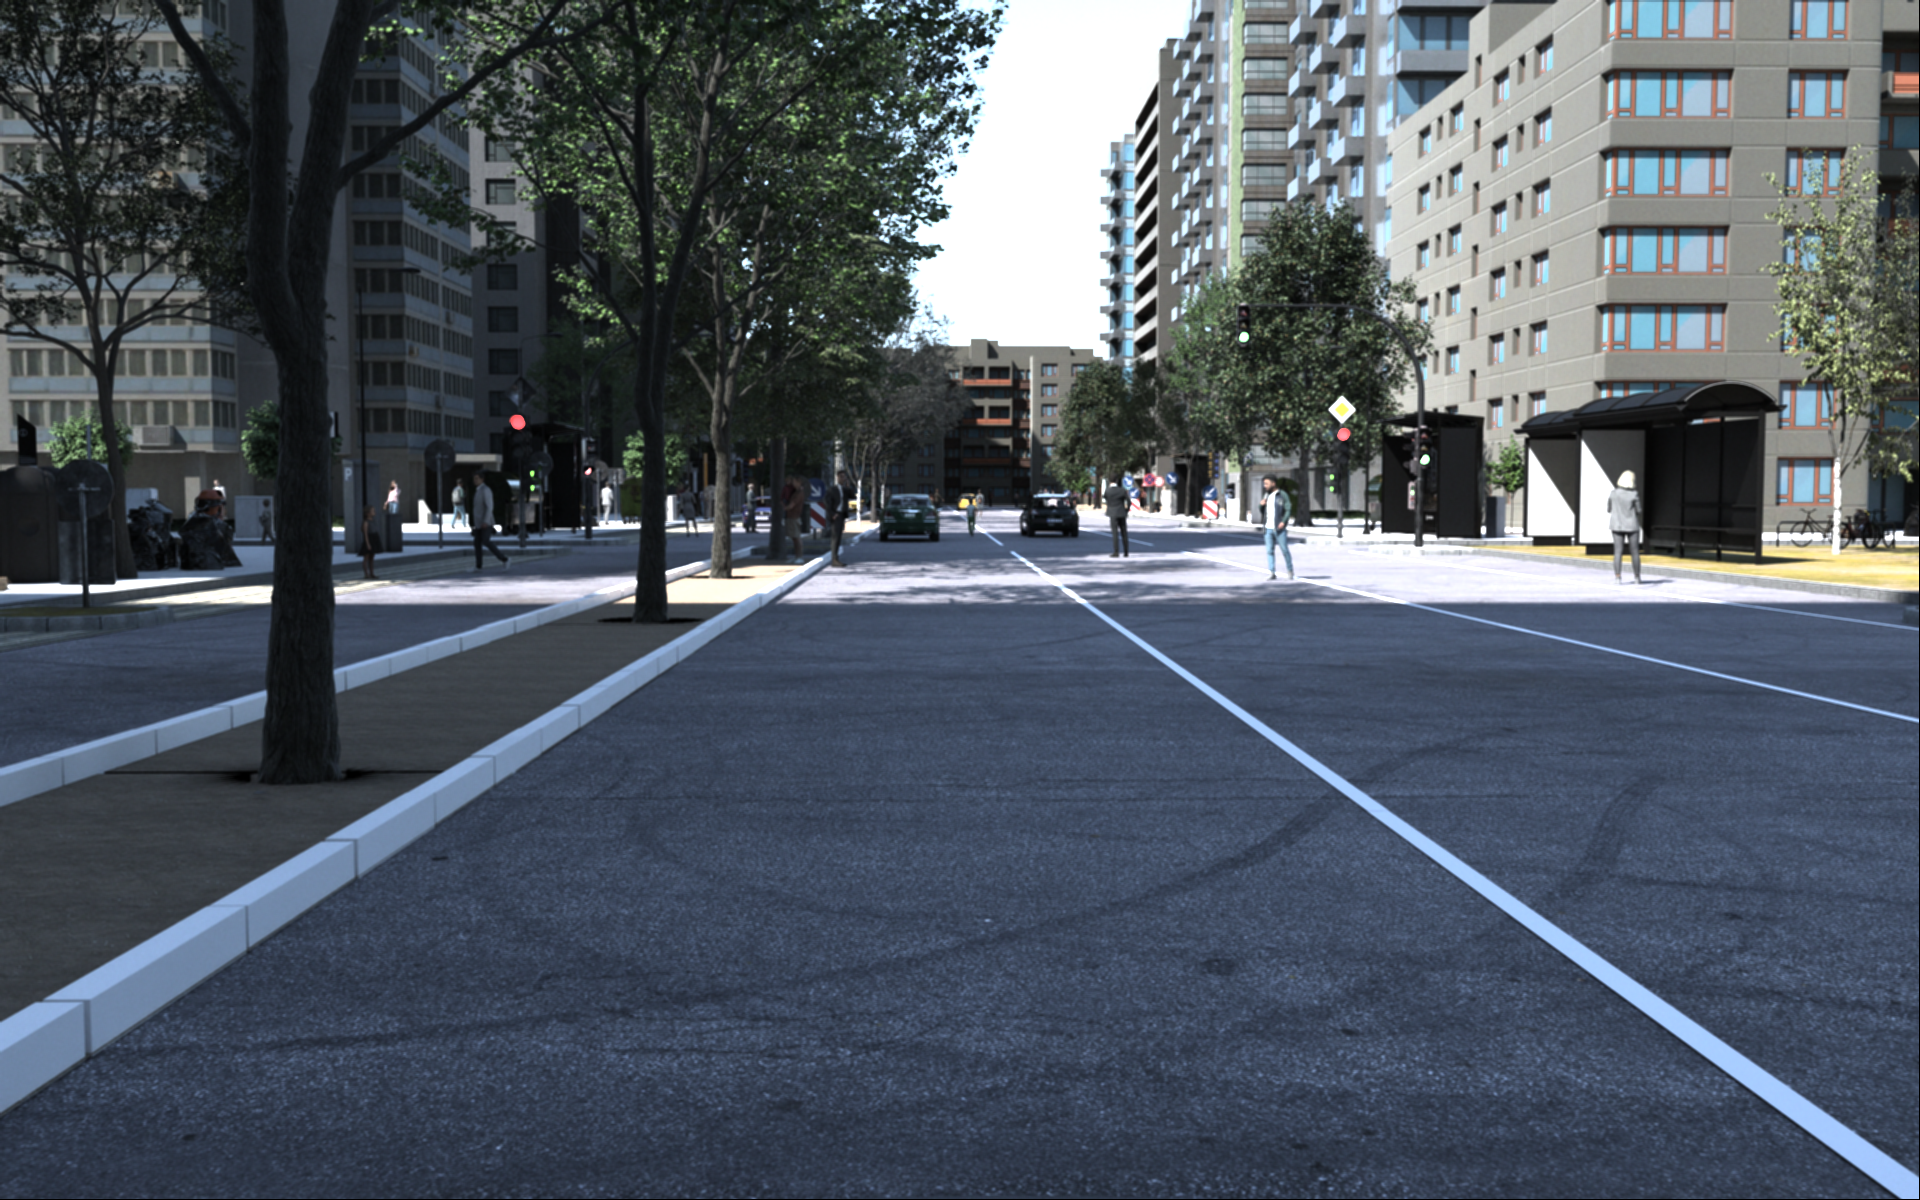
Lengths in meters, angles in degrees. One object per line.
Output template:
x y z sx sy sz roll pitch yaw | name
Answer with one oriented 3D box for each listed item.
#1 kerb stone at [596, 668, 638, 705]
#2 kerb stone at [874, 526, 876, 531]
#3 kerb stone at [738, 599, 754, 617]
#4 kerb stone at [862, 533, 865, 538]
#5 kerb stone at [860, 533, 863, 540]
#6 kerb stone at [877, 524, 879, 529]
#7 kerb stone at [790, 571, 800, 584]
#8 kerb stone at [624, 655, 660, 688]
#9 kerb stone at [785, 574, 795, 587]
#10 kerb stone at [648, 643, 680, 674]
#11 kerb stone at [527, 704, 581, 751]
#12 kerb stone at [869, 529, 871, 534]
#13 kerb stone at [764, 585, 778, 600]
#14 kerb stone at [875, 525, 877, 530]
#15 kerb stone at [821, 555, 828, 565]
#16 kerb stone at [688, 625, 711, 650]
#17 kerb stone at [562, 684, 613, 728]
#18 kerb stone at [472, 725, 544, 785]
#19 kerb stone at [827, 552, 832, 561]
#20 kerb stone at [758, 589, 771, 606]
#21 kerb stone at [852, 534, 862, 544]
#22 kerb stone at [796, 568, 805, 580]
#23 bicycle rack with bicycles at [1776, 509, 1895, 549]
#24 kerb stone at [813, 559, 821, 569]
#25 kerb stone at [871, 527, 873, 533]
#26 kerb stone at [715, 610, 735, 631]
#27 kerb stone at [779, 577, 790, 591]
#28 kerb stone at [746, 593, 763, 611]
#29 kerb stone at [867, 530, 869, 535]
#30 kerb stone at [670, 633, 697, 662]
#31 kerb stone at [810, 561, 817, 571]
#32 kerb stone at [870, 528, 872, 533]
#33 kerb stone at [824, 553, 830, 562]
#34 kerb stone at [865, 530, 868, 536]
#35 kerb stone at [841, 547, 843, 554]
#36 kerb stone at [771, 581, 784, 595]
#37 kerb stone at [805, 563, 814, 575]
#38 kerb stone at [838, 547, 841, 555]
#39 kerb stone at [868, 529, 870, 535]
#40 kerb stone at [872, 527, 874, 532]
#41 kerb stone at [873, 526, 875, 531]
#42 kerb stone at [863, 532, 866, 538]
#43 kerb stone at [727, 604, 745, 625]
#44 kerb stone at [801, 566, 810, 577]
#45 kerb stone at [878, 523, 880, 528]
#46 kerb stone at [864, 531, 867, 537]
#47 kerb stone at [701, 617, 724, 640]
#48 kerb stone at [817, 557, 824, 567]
-2.407 0.618 12.086 0.120 0.150 1.000 0 4 -1 | kerb stone
-3.317 -2.613 64.927 0.120 0.150 1.000 0 4 -1 | kerb stone
-2.547 0.118 20.269 0.120 0.150 1.000 0 4 -1 | kerb stone
-3.112 -1.922 53.622 0.120 0.150 1.000 0 4 -1 | kerb stone
-3.096 -1.860 52.600 0.120 0.150 1.000 0 4 -1 | kerb stone
-3.362 -2.802 68.010 0.120 0.150 1.000 0 4 -1 | kerb stone
-2.671 -0.321 27.437 0.120 0.150 1.000 0 4 -1 | kerb stone
-2.427 0.556 13.109 0.120 0.150 1.000 0 4 -1 | kerb stone
-2.649 -0.258 26.409 0.120 0.150 1.000 0 4 -1 | kerb stone
-2.441 0.494 14.131 0.120 0.150 1.000 0 4 -1 | kerb stone
-2.371 0.751 10.032 0.120 0.150 1.000 0 4 -1 | kerb stone
-3.223 -2.298 59.785 0.120 0.150 1.000 0 4 -1 | kerb stone
-2.598 -0.070 23.344 0.120 0.150 1.000 0 4 -1 | kerb stone
-3.330 -2.676 65.949 0.120 0.150 1.000 0 4 -1 | kerb stone
-2.784 -0.759 34.616 0.120 0.150 1.000 0 4 -1 | kerb stone
-2.472 0.372 16.178 0.120 0.150 1.000 0 4 -1 | kerb stone
-2.384 0.681 11.054 0.120 0.150 1.000 0 4 -1 | kerb stone
-2.349 0.807 8.999 0.120 0.150 1.000 0 4 -1 | kerb stone
-2.824 -0.880 36.663 0.120 0.150 1.000 0 4 -1 | kerb stone
-2.571 -0.007 22.317 0.120 0.150 1.000 0 4 -1 | kerb stone
-3.080 -1.797 51.569 0.120 0.150 1.000 0 4 -1 | kerb stone
-2.688 -0.384 28.466 0.120 0.150 1.000 0 4 -1 | kerb stone
21.199 -1.718 41.478 2.925 0.926 2.852 -1 4 -17 | bicycle rack with bicycles
-2.755 -0.634 32.566 0.120 0.150 1.000 0 4 -1 | kerb stone
-3.255 -2.424 61.834 0.120 0.150 1.000 0 4 -1 | kerb stone
-2.508 0.245 18.226 0.120 0.150 1.000 0 4 -1 | kerb stone
-2.626 -0.195 25.388 0.120 0.150 1.000 0 4 -1 | kerb stone
-2.567 0.055 21.295 0.120 0.150 1.000 0 4 -1 | kerb stone
-3.185 -2.174 57.738 0.120 0.150 1.000 0 4 -1 | kerb stone
-2.452 0.431 15.154 0.120 0.150 1.000 0 4 -1 | kerb stone
-2.736 -0.572 31.545 0.120 0.150 1.000 0 4 -1 | kerb stone
-3.241 -2.362 60.812 0.120 0.150 1.000 0 4 -1 | kerb stone
-2.811 -0.819 35.638 0.120 0.150 1.000 0 4 -1 | kerb stone
-3.169 -2.111 56.708 0.120 0.150 1.000 0 4 -1 | kerb stone
-2.898 -1.135 40.750 0.120 0.150 1.000 0 4 -1 | kerb stone
-2.620 -0.132 24.366 0.120 0.150 1.000 0 4 -1 | kerb stone
-2.717 -0.509 30.523 0.120 0.150 1.000 0 4 -1 | kerb stone
-2.879 -1.072 39.728 0.120 0.150 1.000 0 4 -1 | kerb stone
-3.203 -2.234 58.761 0.120 0.150 1.000 0 4 -1 | kerb stone
-3.276 -2.483 62.872 0.120 0.150 1.000 0 4 -1 | kerb stone
-3.288 -2.551 63.905 0.120 0.150 1.000 0 4 -1 | kerb stone
-3.131 -1.983 54.650 0.120 0.150 1.000 0 4 -1 | kerb stone
-2.529 0.182 19.247 0.120 0.150 1.000 0 4 -1 | kerb stone
-2.697 -0.446 29.489 0.120 0.150 1.000 0 4 -1 | kerb stone
-3.398 -2.926 70.056 0.120 0.150 1.000 0 4 -1 | kerb stone
-3.157 -2.047 55.681 0.120 0.150 1.000 0 4 -1 | kerb stone
-2.495 0.307 17.200 0.120 0.150 1.000 0 4 -1 | kerb stone
-2.775 -0.695 33.594 0.120 0.150 1.000 0 4 -1 | kerb stone
